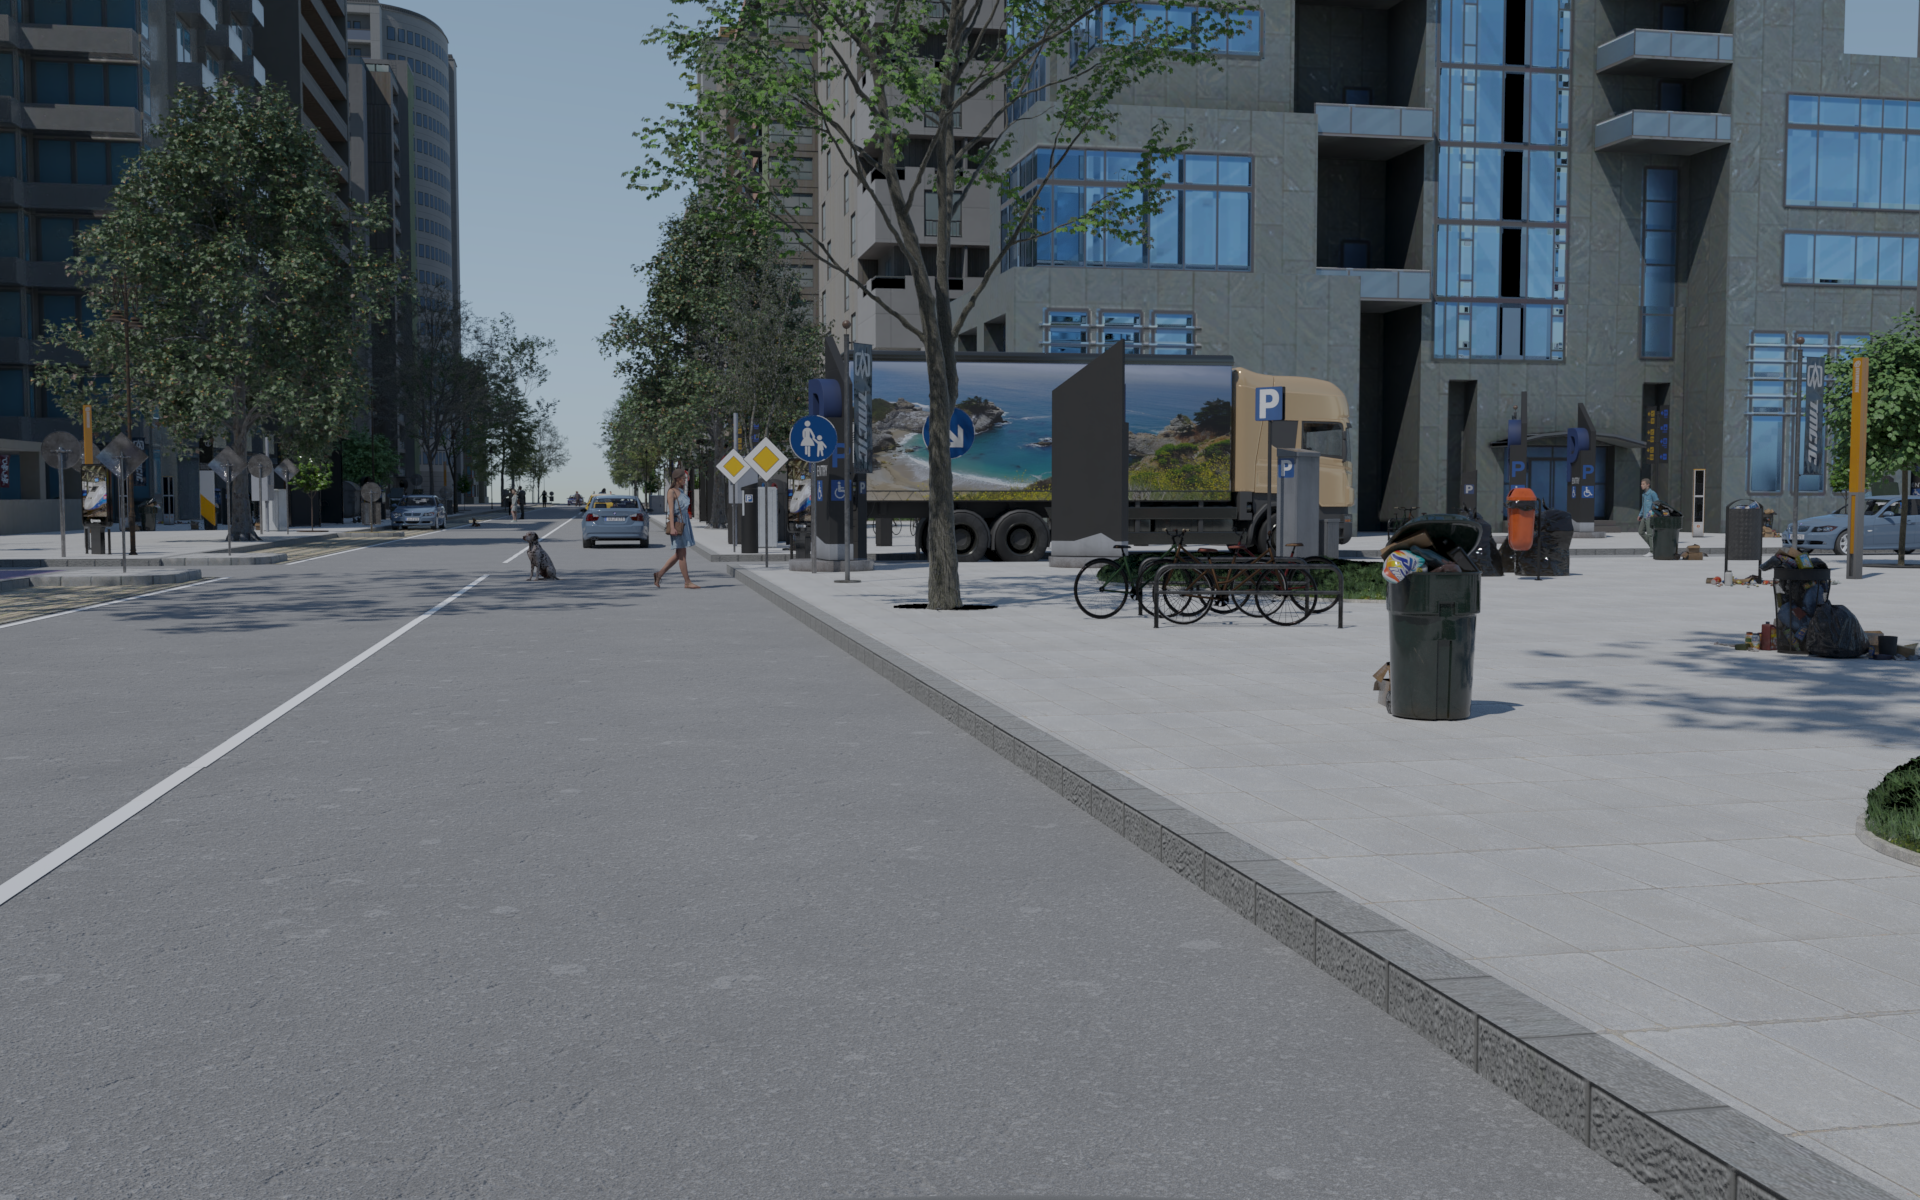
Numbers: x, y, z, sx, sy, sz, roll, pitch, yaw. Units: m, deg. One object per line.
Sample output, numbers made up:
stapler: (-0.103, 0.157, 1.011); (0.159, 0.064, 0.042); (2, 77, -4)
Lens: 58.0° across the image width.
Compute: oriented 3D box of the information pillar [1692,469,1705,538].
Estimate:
information pillar: (21.758, -2.847, 51.034); (0.304, 2.012, 0.304); (1, 4, 18)

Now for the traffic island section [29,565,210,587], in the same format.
traffic island section: (-13.646, -0.365, 28.249); (2.009, 0.180, 2.903); (-1, 4, -11)

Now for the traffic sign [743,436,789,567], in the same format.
traffic sign: (-3.383, -1.627, 30.237); (0.795, 2.450, 0.064); (-1, 4, -11)

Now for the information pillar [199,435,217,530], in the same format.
information pillar: (-26.577, -4.270, 61.164); (0.504, 3.616, 0.183); (0, 4, -1)

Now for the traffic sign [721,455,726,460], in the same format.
traffic sign: (-7.208, -3.342, 54.753); (0.768, 2.556, 0.104); (0, 4, -7)

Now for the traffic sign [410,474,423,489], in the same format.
traffic sign: (-34.014, -6.626, 108.444); (0.768, 2.556, 0.104); (0, 4, -5)

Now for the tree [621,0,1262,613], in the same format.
tree: (-0.265, -5.711, 19.124); (9.928, 11.665, 9.643); (0, 3, 0)

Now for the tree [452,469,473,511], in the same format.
tree: (-38.517, -8.529, 134.046); (1.663, 3.219, 1.824); (0, 3, 0)

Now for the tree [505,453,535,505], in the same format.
tree: (-54.298, -16.049, 212.763); (4.737, 8.622, 4.395); (0, 3, 0)

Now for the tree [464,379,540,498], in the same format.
tree: (-44.559, -15.398, 169.883); (7.486, 12.596, 7.792); (0, 3, 0)

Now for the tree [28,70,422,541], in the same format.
tree: (-19.660, -7.954, 47.057); (9.611, 12.733, 9.660); (0, 3, 0)

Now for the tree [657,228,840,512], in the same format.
tree: (-5.436, -5.955, 47.734); (4.360, 8.622, 3.978); (0, 3, 0)

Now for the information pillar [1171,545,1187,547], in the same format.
information pillar: (5.268, -3.104, 42.109); (0.504, 3.616, 0.183); (2, 4, 30)

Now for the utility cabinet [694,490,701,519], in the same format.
utility cabinet: (-12.947, -4.802, 87.192); (0.318, 1.500, 1.173); (1, 4, 20)

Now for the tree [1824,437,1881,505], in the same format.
tree: (24.976, -3.318, 48.846); (1.663, 3.219, 1.824); (0, 3, 0)

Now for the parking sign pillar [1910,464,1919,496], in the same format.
parking sign pillar: (40.880, -5.232, 74.018); (1.447, 3.967, 1.447); (2, 4, 29)

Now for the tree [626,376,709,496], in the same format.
tree: (-15.087, -8.649, 91.771); (4.737, 8.622, 4.395); (0, 3, 0)

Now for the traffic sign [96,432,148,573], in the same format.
traffic sign: (-13.624, -1.501, 28.192); (0.795, 2.450, 0.064); (-1, 4, -11)

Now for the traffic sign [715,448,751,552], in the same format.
traffic sign: (-4.968, -2.105, 38.064); (0.795, 2.450, 0.064); (-1, 4, -11)

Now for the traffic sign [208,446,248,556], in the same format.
traffic sign: (-15.209, -1.980, 36.019); (0.795, 2.450, 0.064); (-1, 4, -11)

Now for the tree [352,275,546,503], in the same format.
tree: (-29.805, -11.440, 97.417); (12.009, 13.543, 11.850); (0, 3, 0)

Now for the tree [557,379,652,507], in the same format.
tree: (-32.363, -16.335, 177.453); (12.009, 13.543, 11.850); (0, 3, 0)

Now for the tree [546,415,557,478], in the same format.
tree: (-62.256, -21.126, 255.771); (12.009, 13.543, 11.850); (0, 3, 0)

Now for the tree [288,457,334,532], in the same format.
tree: (-21.955, -3.894, 58.268); (1.663, 3.219, 1.824); (0, 3, 0)

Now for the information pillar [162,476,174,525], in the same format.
information pillar: (-32.655, -4.095, 71.440); (0.304, 2.012, 0.304); (1, 4, 11)

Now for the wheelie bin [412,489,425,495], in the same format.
wheelie bin: (-33.763, -6.118, 107.937); (0.980, 1.594, 0.693); (0, 4, 5)

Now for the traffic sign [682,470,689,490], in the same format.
traffic sign: (-14.365, -5.467, 89.490); (0.768, 2.556, 0.104); (-1, 4, -8)

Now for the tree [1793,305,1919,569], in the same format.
tree: (16.497, -2.855, 30.390); (4.285, 4.588, 4.351); (0, 3, 0)

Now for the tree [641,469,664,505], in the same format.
tree: (-23.307, -8.366, 131.383); (1.663, 3.219, 1.824); (0, 3, 0)

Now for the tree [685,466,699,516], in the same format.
tree: (-16.216, -6.683, 103.860); (1.663, 3.219, 1.824); (0, 3, 0)

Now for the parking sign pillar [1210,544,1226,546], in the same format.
parking sign pillar: (6.946, -3.347, 43.193); (1.447, 3.967, 1.447); (2, 4, 29)

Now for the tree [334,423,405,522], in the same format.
tree: (-27.081, -5.830, 79.038); (4.285, 4.588, 4.351); (0, 3, 0)

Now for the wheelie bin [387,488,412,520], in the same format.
wheelie bin: (-27.884, -4.765, 85.810); (0.980, 1.594, 0.693); (0, 4, -3)

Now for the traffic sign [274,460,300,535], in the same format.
traffic sign: (-21.301, -3.281, 54.836); (0.795, 2.450, 0.064); (-1, 4, -10)

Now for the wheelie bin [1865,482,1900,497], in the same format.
wheelie bin: (24.076, -2.282, 45.220); (0.980, 1.594, 0.693); (1, 4, 16)

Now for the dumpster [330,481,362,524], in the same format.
dumpster: (-27.027, -4.298, 76.027); (1.264, 1.857, 1.865); (-1, 4, -12)

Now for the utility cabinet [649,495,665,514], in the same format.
utility cabinet: (-19.264, -6.050, 110.083); (0.306, 1.237, 1.020); (3, 5, 43)

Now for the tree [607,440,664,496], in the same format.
tree: (-41.261, -18.614, 222.470); (7.486, 12.596, 7.792); (0, 3, 0)

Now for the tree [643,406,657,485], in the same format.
tree: (-13.141, -8.088, 82.600); (4.360, 8.622, 3.978); (0, 3, 0)

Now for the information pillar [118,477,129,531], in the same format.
information pillar: (-29.041, -3.402, 60.120); (0.304, 2.012, 0.304); (-2, 4, -27)

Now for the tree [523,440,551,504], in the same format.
tree: (-60.122, -18.121, 246.644); (4.360, 8.622, 3.978); (0, 3, 0)

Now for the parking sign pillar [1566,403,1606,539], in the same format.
parking sign pillar: (18.129, -3.796, 50.540); (1.447, 3.967, 1.447); (0, 4, 3)

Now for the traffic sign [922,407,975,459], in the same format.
traffic sign: (-0.166, -1.538, 25.255); (0.768, 2.556, 0.104); (0, 4, -3)

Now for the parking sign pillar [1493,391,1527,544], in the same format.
parking sign pillar: (14.473, -3.454, 44.941); (1.447, 3.967, 1.447); (1, 4, 17)

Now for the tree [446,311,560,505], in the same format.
tree: (-48.280, -19.974, 182.469); (12.611, 20.169, 13.585); (0, 3, 0)

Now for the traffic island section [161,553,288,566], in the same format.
traffic island section: (-15.231, -0.844, 36.076); (2.009, 0.180, 2.903); (-1, 4, -11)

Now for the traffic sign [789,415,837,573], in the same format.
traffic sign: (-2.359, -1.702, 27.933); (0.768, 2.556, 0.104); (0, 4, -3)

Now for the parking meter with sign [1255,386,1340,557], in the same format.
parking meter with sign: (5.652, -1.990, 28.798); (1.738, 3.016, 0.543); (-3, 5, -43)

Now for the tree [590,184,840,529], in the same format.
tree: (-8.865, -8.994, 64.062); (9.611, 12.733, 9.660); (0, 3, 0)

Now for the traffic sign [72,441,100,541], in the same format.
traffic sign: (-20.858, -2.518, 41.280); (0.768, 2.556, 0.104); (0, 4, -6)

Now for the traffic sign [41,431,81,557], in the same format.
traffic sign: (-18.201, -2.140, 35.092); (0.768, 2.556, 0.104); (-1, 4, -9)

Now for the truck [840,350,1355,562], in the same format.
truck: (3.085, -2.867, 35.796); (11.283, 4.237, 2.839); (-1, 4, -10)

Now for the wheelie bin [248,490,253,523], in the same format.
wheelie bin: (-30.479, -4.019, 73.611); (0.980, 1.594, 0.693); (3, 4, 37)

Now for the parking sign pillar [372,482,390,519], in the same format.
parking sign pillar: (-30.237, -6.228, 90.308); (1.447, 3.967, 1.447); (0, 4, 5)

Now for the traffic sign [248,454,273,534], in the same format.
traffic sign: (-22.196, -3.355, 54.961); (0.768, 2.556, 0.104); (0, 4, -7)
